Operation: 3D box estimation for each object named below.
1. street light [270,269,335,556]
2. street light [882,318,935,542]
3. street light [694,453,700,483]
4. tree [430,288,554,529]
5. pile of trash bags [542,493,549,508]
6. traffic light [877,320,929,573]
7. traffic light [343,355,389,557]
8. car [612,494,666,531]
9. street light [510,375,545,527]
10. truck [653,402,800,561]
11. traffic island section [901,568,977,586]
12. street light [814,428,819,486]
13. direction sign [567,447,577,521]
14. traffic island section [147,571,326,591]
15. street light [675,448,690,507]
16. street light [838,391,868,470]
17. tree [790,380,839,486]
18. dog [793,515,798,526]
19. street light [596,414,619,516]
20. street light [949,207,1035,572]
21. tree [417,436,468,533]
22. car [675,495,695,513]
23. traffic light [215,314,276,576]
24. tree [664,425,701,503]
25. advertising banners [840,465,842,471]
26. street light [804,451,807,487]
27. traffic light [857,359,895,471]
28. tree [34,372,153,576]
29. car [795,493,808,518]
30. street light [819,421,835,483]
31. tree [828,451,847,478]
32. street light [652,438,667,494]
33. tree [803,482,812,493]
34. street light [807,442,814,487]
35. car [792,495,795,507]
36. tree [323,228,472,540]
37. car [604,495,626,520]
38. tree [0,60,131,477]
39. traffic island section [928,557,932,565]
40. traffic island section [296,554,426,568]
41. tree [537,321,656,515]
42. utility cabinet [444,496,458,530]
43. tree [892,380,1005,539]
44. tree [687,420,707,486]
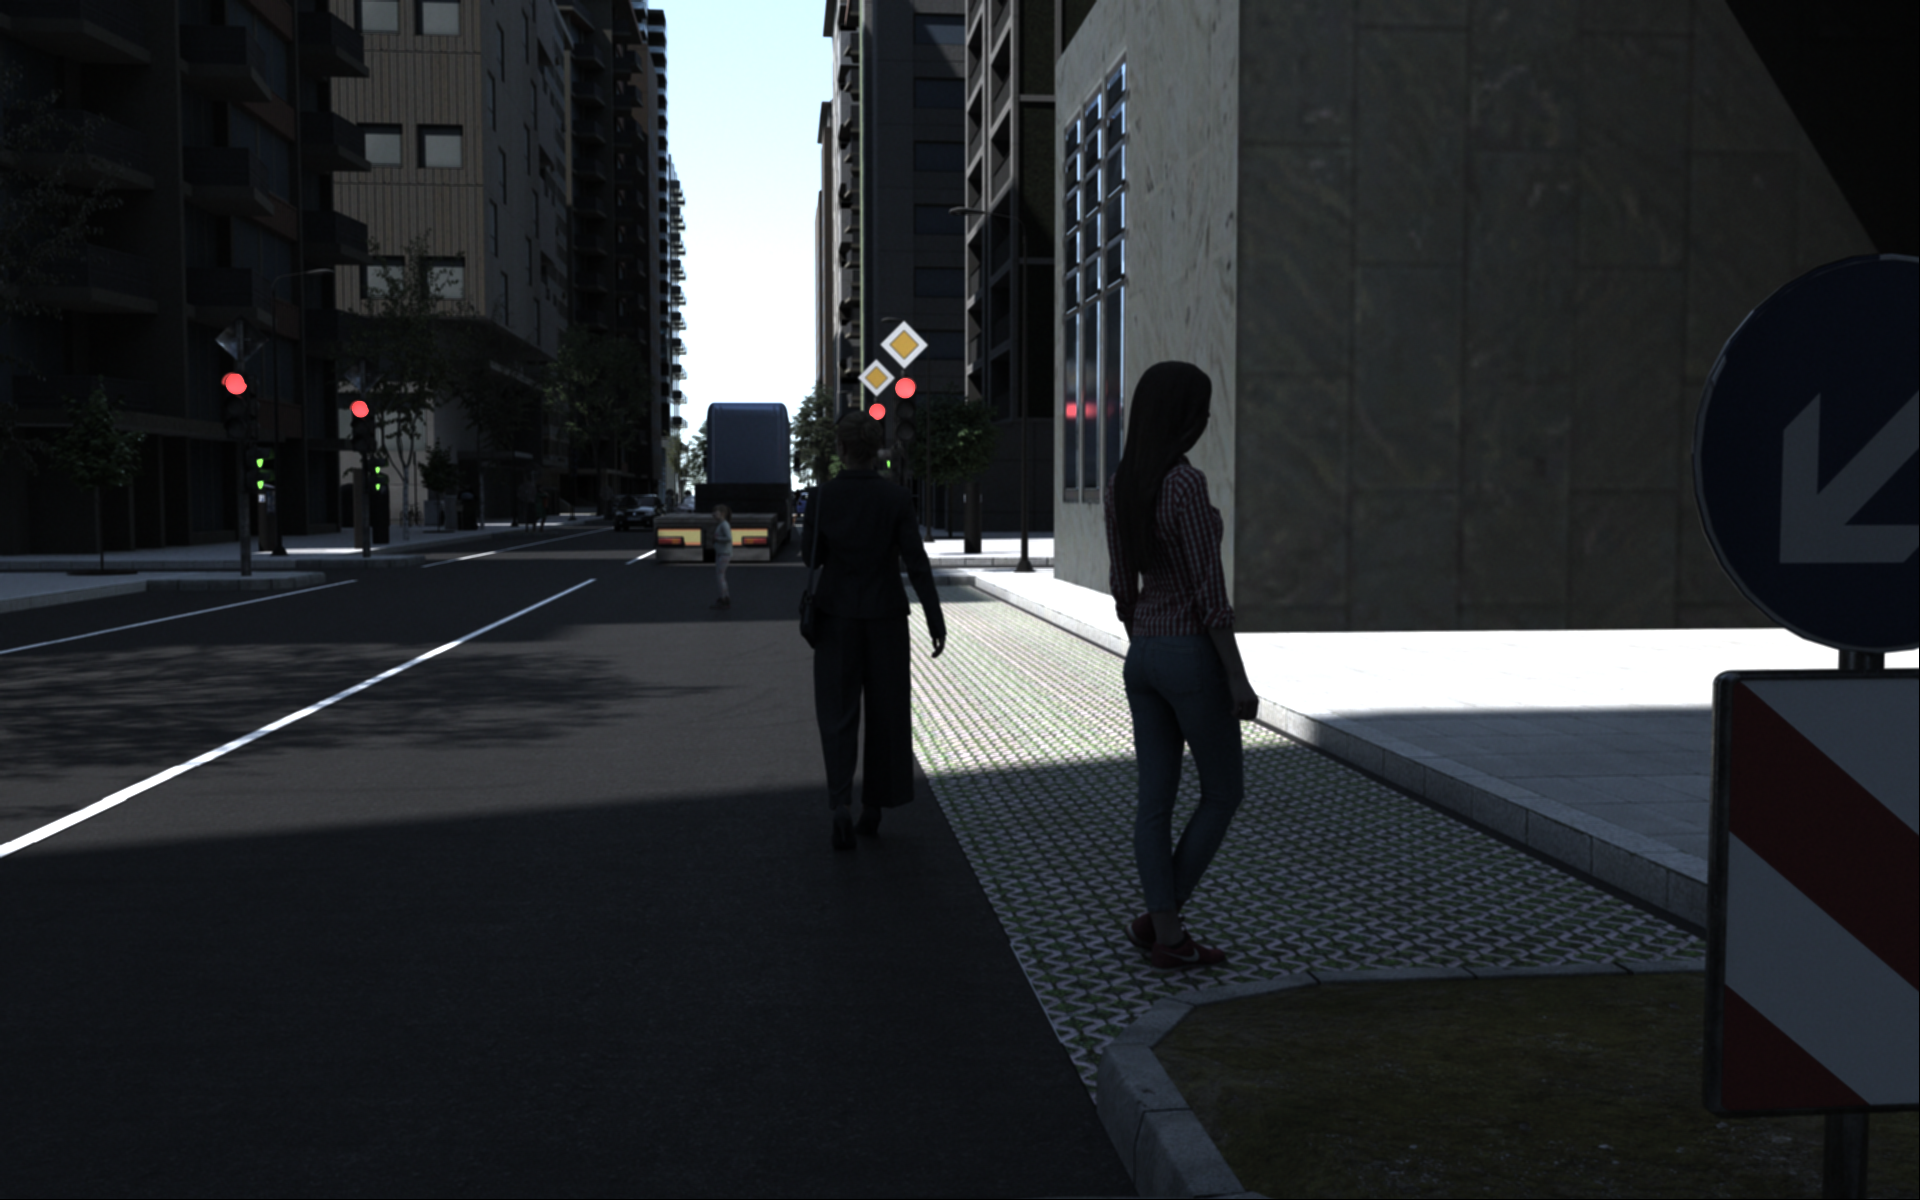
[{"bbox_3d":[-13.613,-3.874,35.883,1.470,5.913,1.316,0,4,-6],"label":"street light"},{"bbox_3d":[-1.370,-4.485,45.876,1.470,5.913,1.316,0,4,-6],"label":"street light"},{"bbox_3d":[-30.098,-13.518,193.566,1.470,5.913,1.316,0,4,-6],"label":"street light"},{"bbox_3d":[-17.096,-6.865,62.603,4.360,8.622,3.978,0,3,0],"label":"tree"},{"bbox_3d":[-25.557,-5.560,100.665,3.447,1.369,1.912,0,4,7],"label":"pile of trash bags"},{"bbox_3d":[-0.925,-2.398,28.133,0.839,4.253,0.868,0,4,-6],"label":"traffic light"},{"bbox_3d":[-12.010,-2.818,34.990,0.839,4.253,0.868,0,4,-6],"label":"traffic light"},{"bbox_3d":[-12.574,-3.565,68.077,2.009,1.686,4.222,0,4,-4],"label":"car"},{"bbox_3d":[-16.889,-5.817,67.646,1.470,5.913,1.316,0,4,-6],"label":"street light"},{"bbox_3d":[-5.789,-3.376,44.955,2.967,4.110,18.799,0,4,-4],"label":"truck"},{"bbox_3d":[-0.884,-0.365,28.251,2.009,0.180,2.903,0,4,-6],"label":"traffic island section"},{"bbox_3d":[-9.421,-9.179,122.617,1.470,5.913,1.316,0,4,-6],"label":"street light"},{"bbox_3d":[-19.245,-5.758,86.141,0.379,3.537,0.876,1,4,13],"label":"direction sign"},{"bbox_3d":[-11.220,-0.300,27.179,2.009,0.180,2.903,0,4,-6],"label":"traffic island section"},{"bbox_3d":[-28.181,-12.387,175.073,1.470,5.913,1.316,0,4,-6],"label":"street light"},{"bbox_3d":[-4.714,-6.472,78.351,1.470,5.913,1.316,0,4,-6],"label":"street light"},{"bbox_3d":[-15.093,-17.645,195.150,9.857,13.997,8.962,0,3,0],"label":"tree"},{"bbox_3d":[-7.612,-3.591,77.998,0.540,0.507,0.406,-2,4,-29],"label":"dog"},{"bbox_3d":[-20.347,-7.788,99.883,1.470,5.913,1.316,0,4,-6],"label":"street light"},{"bbox_3d":[0.523,-3.409,28.271,1.470,5.913,1.316,0,4,-6],"label":"street light"},{"bbox_3d":[-17.291,-3.866,57.817,1.663,3.219,1.824,0,3,0],"label":"tree"},{"bbox_3d":[-14.183,-4.929,92.945,2.083,1.381,4.827,0,4,-5],"label":"car"},{"bbox_3d":[-11.179,-2.332,27.048,0.839,4.253,0.868,0,4,-6],"label":"traffic light"},{"bbox_3d":[-29.912,-14.371,185.333,4.737,8.622,4.395,0,3,0],"label":"tree"},{"bbox_3d":[-6.949,-6.551,103.302,0.090,3.025,2.074,1,4,9],"label":"advertising banners"},{"bbox_3d":[-16.005,-13.089,186.542,1.470,5.913,1.316,0,4,-6],"label":"street light"},{"bbox_3d":[-1.756,-2.884,36.075,0.839,4.253,0.868,0,4,-6],"label":"traffic light"},{"bbox_3d":[-13.644,-2.017,27.580,1.663,3.219,1.824,0,3,0],"label":"tree"},{"bbox_3d":[-9.197,-5.930,106.548,1.945,1.707,3.694,0,4,-5],"label":"car"},{"bbox_3d":[-8.031,-8.414,110.109,1.470,5.913,1.316,0,4,-6],"label":"street light"},{"bbox_3d":[-7.056,-7.987,114.298,4.285,4.588,4.351,0,3,0],"label":"tree"},{"bbox_3d":[-24.895,-10.445,143.311,1.470,5.913,1.316,0,4,-6],"label":"street light"},{"bbox_3d":[-20.451,-14.618,233.606,1.663,3.219,1.824,0,3,0],"label":"tree"},{"bbox_3d":[-12.664,-11.122,154.383,1.470,5.913,1.316,0,4,-6],"label":"street light"},{"bbox_3d":[-16.156,-9.856,173.142,2.014,1.417,4.499,0,4,-7],"label":"car"},{"bbox_3d":[-15.557,-5.988,48.265,4.737,8.622,4.395,0,3,0],"label":"tree"},{"bbox_3d":[-17.608,-4.806,90.579,2.014,1.417,4.499,0,4,-7],"label":"car"},{"bbox_3d":[-13.187,-4.380,21.978,4.360,8.622,3.978,0,3,0],"label":"tree"},{"bbox_3d":[-1.715,-0.851,36.193,2.009,0.180,2.903,0,4,-6],"label":"traffic island section"},{"bbox_3d":[-12.051,-0.785,35.121,2.009,0.180,2.903,0,4,-6],"label":"traffic island section"},{"bbox_3d":[-22.121,-10.983,105.331,9.928,11.665,9.643,0,3,0],"label":"tree"},{"bbox_3d":[-18.228,-3.161,62.838,0.306,1.237,1.020,2,4,28],"label":"utility cabinet"},{"bbox_3d":[-0.348,-4.059,50.078,4.285,4.588,4.351,0,3,0],"label":"tree"},{"bbox_3d":[-37.639,-21.046,262.229,7.486,12.596,7.792,0,3,0],"label":"tree"}]
